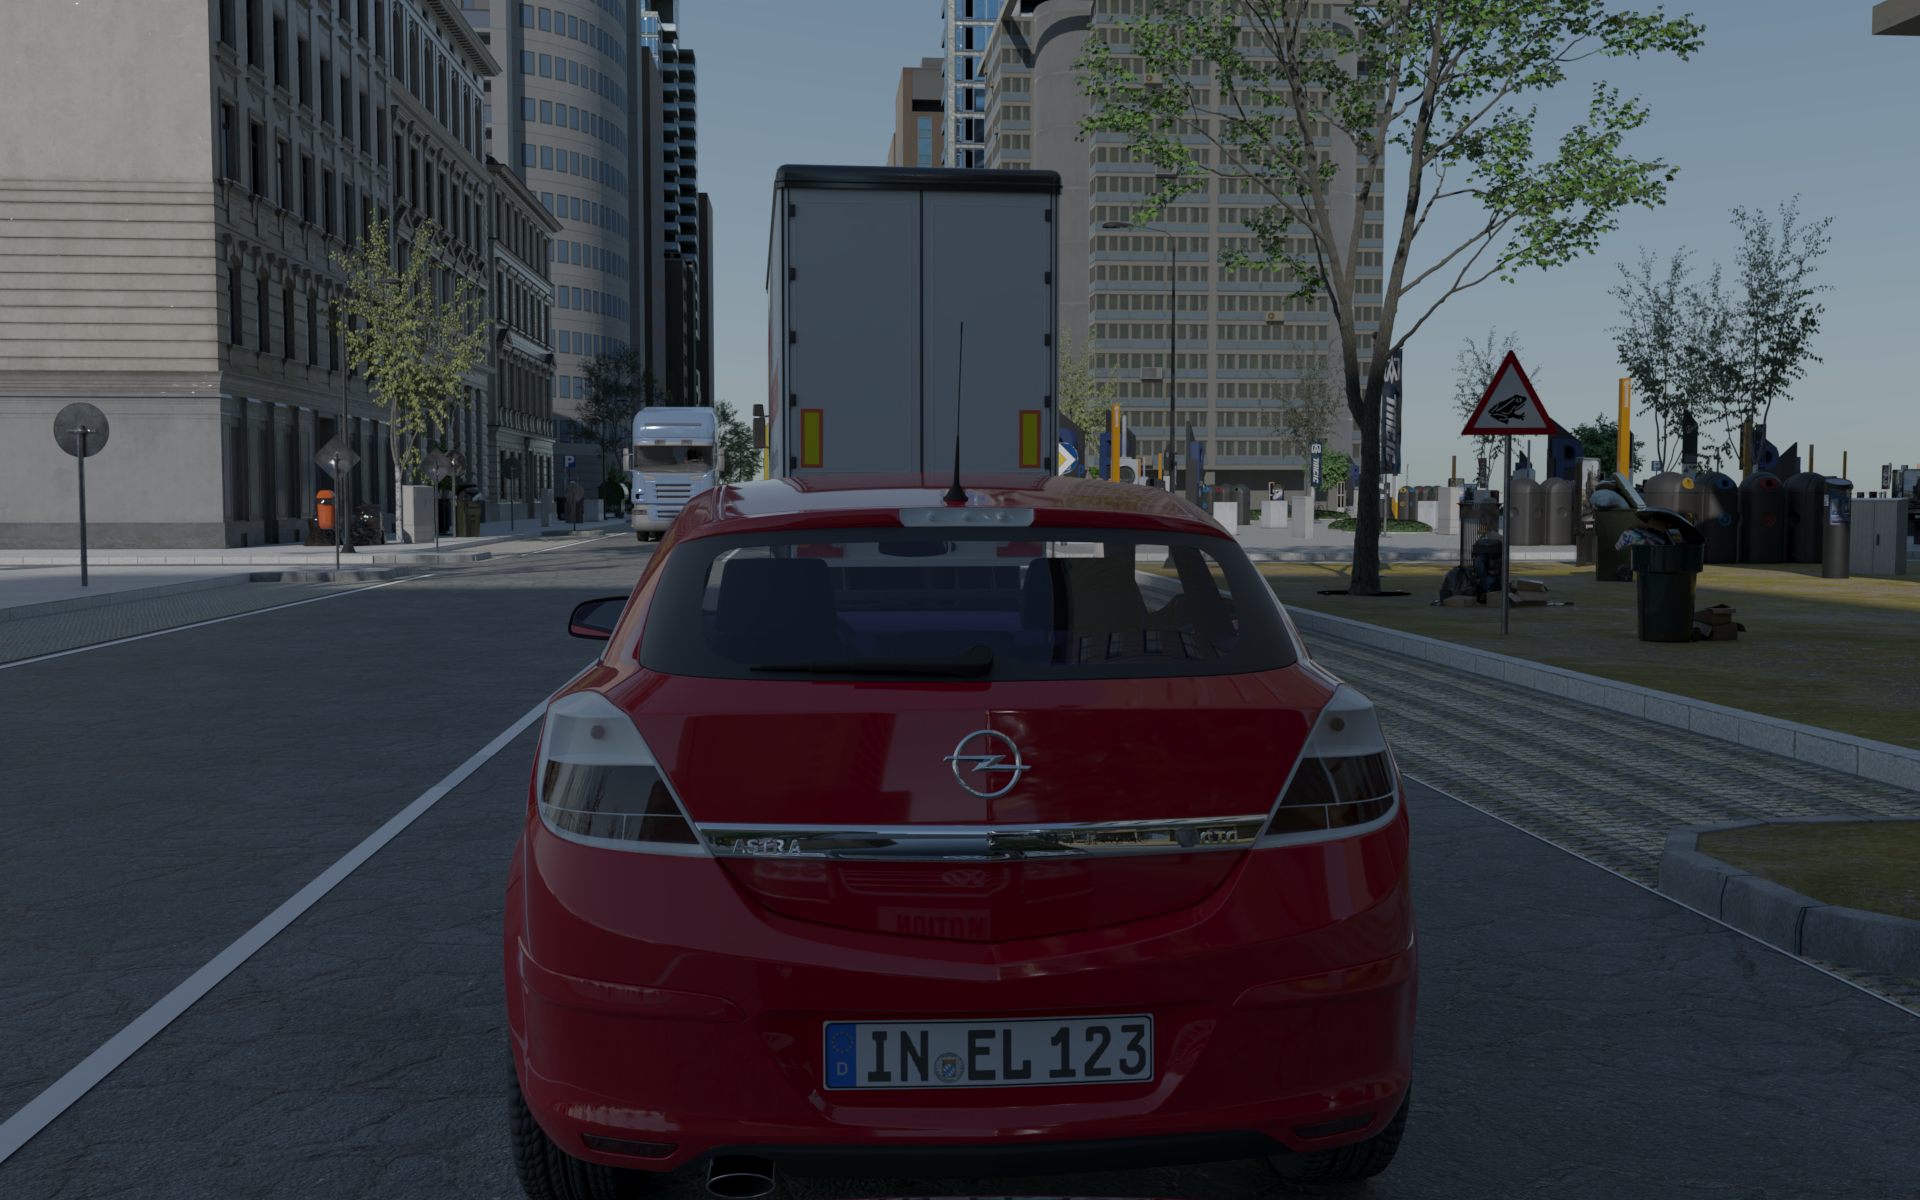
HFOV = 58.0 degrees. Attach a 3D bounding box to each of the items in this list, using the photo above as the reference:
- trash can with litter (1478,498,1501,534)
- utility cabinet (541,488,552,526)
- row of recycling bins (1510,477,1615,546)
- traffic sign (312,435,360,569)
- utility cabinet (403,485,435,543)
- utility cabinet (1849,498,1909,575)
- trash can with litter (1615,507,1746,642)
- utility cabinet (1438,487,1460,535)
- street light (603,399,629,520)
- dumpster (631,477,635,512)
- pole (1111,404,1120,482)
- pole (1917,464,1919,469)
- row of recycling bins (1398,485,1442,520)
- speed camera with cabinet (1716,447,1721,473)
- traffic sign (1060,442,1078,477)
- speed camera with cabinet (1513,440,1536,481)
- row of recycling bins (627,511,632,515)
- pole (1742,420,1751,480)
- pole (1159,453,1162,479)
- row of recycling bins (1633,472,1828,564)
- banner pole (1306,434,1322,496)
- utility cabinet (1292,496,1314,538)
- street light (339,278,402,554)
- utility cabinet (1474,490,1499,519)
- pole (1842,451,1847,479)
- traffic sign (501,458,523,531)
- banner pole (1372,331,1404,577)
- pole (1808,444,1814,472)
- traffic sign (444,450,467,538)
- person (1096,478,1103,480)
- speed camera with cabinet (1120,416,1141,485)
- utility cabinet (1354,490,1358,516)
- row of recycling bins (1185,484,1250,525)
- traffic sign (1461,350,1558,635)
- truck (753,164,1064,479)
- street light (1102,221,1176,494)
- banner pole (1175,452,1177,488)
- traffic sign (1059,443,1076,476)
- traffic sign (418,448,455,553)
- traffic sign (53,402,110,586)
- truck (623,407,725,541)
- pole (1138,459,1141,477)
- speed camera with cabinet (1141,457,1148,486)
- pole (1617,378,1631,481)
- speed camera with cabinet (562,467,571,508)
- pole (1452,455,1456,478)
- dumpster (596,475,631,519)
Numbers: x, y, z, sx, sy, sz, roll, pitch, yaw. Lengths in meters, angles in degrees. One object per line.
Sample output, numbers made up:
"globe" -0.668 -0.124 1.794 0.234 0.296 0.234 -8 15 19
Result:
"trash can with litter" 16.846 -2.681 55.225 0.624 1.170 1.055 2 4 25
"utility cabinet" -16.331 -3.658 68.480 0.318 1.500 1.173 0 4 -7
"row of recycling bins" 15.299 -2.226 43.509 3.534 1.692 1.069 -1 4 -19
"traffic sign" -10.606 -1.580 29.480 0.795 2.450 0.064 0 4 -5
"utility cabinet" -14.070 -2.226 45.071 0.318 1.500 1.173 1 4 9
"utility cabinet" 14.729 -1.028 27.973 0.306 1.237 1.020 -2 4 -29
"trash can with litter" 6.352 -0.235 15.225 1.055 1.170 0.624 -2 4 -25
"utility cabinet" 15.408 -2.807 54.577 0.318 1.500 1.173 0 4 -3
"street light" -16.933 -6.878 85.002 1.470 5.913 1.316 0 4 -5
"dumpster" -18.720 -5.779 96.988 1.502 2.255 1.985 0 4 -5
"pole" 3.531 -2.783 39.346 0.158 3.312 0.155 0 3 0
"pole" 64.031 -7.459 115.799 0.158 3.312 0.155 0 3 0
"row of recycling bins" 22.485 -4.719 84.271 1.069 1.692 3.534 -1 4 -17
"speed camera with cabinet" 31.830 -4.840 73.475 0.660 3.252 2.038 1 4 16
"traffic sign" 2.527 -2.612 42.805 0.768 2.556 0.104 0 4 -2
"speed camera with cabinet" 21.155 -4.249 63.806 2.038 3.252 0.660 -3 5 -40
"row of recycling bins" -20.293 -6.215 108.728 1.069 1.692 3.534 -1 4 -16
"pole" 21.548 -3.280 47.467 0.158 3.312 0.155 0 3 0
"pole" 10.019 -5.678 86.681 0.158 3.312 0.155 0 3 0
"row of recycling bins" 14.394 -1.529 32.115 3.534 1.692 1.069 0 4 -6
"banner pole" 14.694 -5.031 72.268 0.863 3.779 0.401 2 4 24
"utility cabinet" 10.048 -2.422 50.756 0.306 1.237 1.020 -1 4 -11
"street light" -12.713 -3.966 37.385 1.470 5.913 1.316 0 4 -5
"utility cabinet" 27.106 -4.925 89.207 1.173 1.500 0.318 2 4 33
"pole" 41.853 -5.391 81.991 0.158 3.312 0.155 0 3 0
"traffic sign" -15.638 -3.690 60.444 0.768 2.556 0.104 0 4 0
"banner pole" 6.496 -2.234 26.535 0.401 3.779 0.863 -2 4 -25
"pole" 34.846 -4.717 70.967 0.158 3.312 0.155 0 3 0
"traffic sign" -14.683 -3.066 50.233 0.768 2.556 0.104 0 4 5
"person" 2.818 -1.567 34.663 0.362 1.759 0.519 0 4 -4
"speed camera with cabinet" 3.441 -3.012 43.580 2.038 3.252 0.660 0 4 4
"utility cabinet" 23.385 -5.600 100.244 1.173 1.500 0.318 -1 4 -19
"row of recycling bins" 10.815 -4.010 72.678 1.069 1.692 3.534 -3 4 -36
"traffic sign" 4.963 -0.961 15.713 0.884 2.594 0.081 0 4 -2
"truck" -1.008 -1.928 20.440 2.839 4.237 11.283 0 4 -7
"street light" 3.111 -3.494 29.669 1.470 5.913 1.316 0 4 -5
"banner pole" 11.319 -6.198 91.349 0.401 3.779 0.863 -1 4 -10
"traffic sign" 1.642 -1.645 30.541 0.795 2.450 0.064 0 4 -5
"traffic sign" -11.311 -2.067 37.434 0.795 2.450 0.064 0 4 -5
"traffic sign" -12.185 -1.464 24.035 0.768 2.556 0.104 0 4 -1
"truck" -9.222 -4.261 59.429 2.967 4.110 18.799 0 4 -5
"pole" 10.346 -6.510 100.285 0.158 3.312 0.155 0 3 0
"speed camera with cabinet" 9.370 -6.027 92.878 0.660 3.252 2.038 -1 4 -23
"pole" 11.693 -2.245 30.553 0.158 3.312 0.155 0 3 0
"speed camera with cabinet" -20.981 -6.046 93.194 0.660 3.252 2.038 -1 4 -19
"pole" 26.100 -5.977 91.562 0.158 3.312 0.155 0 3 0
"dumpster" -18.064 -5.347 89.921 1.502 2.255 1.985 0 4 -5
